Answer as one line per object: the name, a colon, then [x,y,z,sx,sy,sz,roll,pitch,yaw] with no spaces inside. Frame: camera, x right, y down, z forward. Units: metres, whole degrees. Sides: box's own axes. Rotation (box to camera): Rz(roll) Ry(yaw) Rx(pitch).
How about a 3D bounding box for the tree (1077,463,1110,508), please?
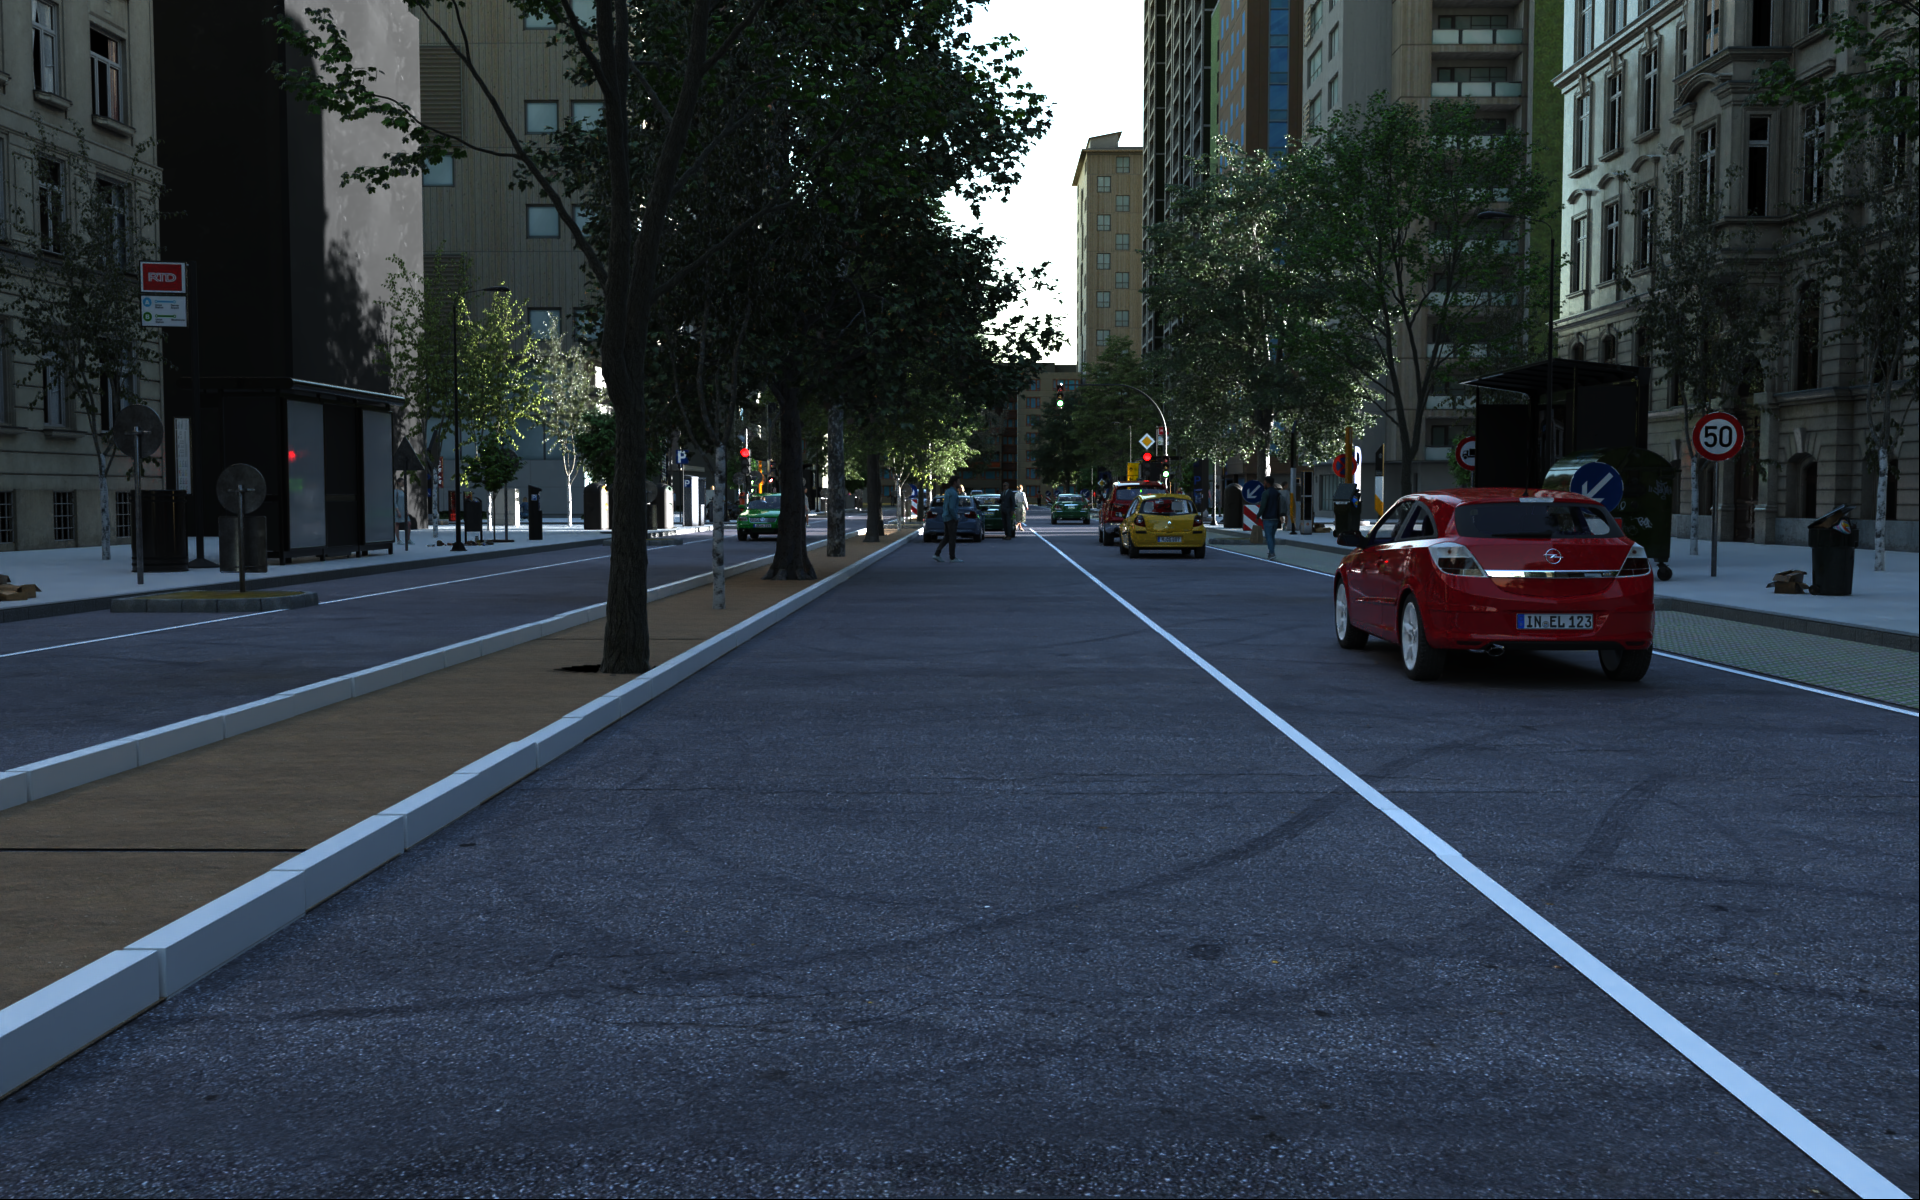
tree: [12.549,-10.874,161.508,4.285,4.588,4.351,0,3,0]

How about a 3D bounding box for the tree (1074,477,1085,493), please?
tree: [12.415,-11.094,175.991,1.663,3.219,1.824,0,3,0]

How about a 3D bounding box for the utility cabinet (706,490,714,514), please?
utility cabinet: [-12.749,-4.912,88.982,1.173,1.500,0.318,0,4,-5]

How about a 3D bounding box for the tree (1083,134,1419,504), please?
tree: [10.998,-9.488,61.787,9.857,13.997,8.962,0,3,0]

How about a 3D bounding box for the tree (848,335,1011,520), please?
tree: [-1.710,-12.347,114.697,12.009,13.543,11.850,0,3,0]

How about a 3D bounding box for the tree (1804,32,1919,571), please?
tree: [15.558,-4.784,28.585,4.360,8.622,3.978,0,3,0]

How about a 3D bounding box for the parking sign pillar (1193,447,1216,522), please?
parking sign pillar: [11.256,-5.653,80.901,1.447,3.967,1.447,1,4,22]

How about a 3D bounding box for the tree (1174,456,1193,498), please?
tree: [11.019,-5.441,83.561,1.663,3.219,1.824,0,3,0]

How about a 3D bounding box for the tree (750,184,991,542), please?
tree: [-2.711,-8.014,51.607,7.486,12.596,7.792,0,3,0]

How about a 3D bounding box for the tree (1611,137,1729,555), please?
tree: [15.415,-5.232,35.903,4.360,8.622,3.978,0,3,0]

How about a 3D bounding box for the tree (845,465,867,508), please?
tree: [-9.826,-10.919,162.244,4.285,4.588,4.351,0,3,0]

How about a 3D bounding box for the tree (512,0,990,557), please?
tree: [-4.027,-11.096,39.761,12.611,20.169,13.585,0,3,0]

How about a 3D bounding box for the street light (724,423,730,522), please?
street light: [-10.224,-6.549,79.612,1.470,5.913,1.316,0,4,1]

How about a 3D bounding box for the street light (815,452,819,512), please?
street light: [-9.547,-9.160,122.312,1.470,5.913,1.316,0,4,1]

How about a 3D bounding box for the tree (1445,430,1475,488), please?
tree: [24.457,-5.980,81.490,4.285,4.588,4.351,0,3,0]

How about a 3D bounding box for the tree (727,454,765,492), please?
tree: [-16.079,-8.806,127.695,4.285,4.588,4.351,0,3,0]

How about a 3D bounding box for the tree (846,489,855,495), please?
tree: [-10.469,-10.777,170.805,1.663,3.219,1.824,0,3,0]

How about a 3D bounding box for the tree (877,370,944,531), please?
tree: [-2.325,-6.973,66.829,4.737,8.622,4.395,0,3,0]

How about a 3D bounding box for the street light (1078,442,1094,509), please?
street light: [11.148,-11.074,153.602,1.470,5.913,1.316,0,4,1]

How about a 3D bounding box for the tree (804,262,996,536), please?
tree: [-2.700,-7.488,59.297,8.767,10.594,7.601,0,4,1]

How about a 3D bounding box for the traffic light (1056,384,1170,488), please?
traffic light: [6.331,-5.914,71.364,4.771,5.953,1.251,0,4,1]

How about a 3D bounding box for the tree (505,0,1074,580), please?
tree: [-2.823,-6.686,28.780,9.611,12.733,9.660,0,3,0]

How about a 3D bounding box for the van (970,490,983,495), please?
van: [1.828,-11.019,187.177,2.013,2.044,4.112,0,4,0]

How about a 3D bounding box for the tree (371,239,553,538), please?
tree: [-15.395,-6.159,51.065,4.737,8.622,4.395,0,3,0]

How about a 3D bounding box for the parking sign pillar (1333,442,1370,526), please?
parking sign pillar: [16.014,-5.032,70.739,1.447,3.967,1.447,2,4,27]

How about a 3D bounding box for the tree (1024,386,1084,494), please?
tree: [12.397,-18.020,201.278,9.857,13.997,8.962,0,3,0]

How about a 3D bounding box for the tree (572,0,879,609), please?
tree: [-3.000,-4.197,21.438,4.360,8.622,3.978,0,3,0]

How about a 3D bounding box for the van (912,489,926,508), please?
van: [-3.411,-8.708,149.389,2.013,2.044,4.112,0,4,2]

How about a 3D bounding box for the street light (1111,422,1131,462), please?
street light: [10.427,-8.505,111.596,1.470,5.913,1.316,0,4,1]

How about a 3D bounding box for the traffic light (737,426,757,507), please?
traffic light: [-8.836,-5.064,71.714,0.839,4.253,0.868,0,4,1]

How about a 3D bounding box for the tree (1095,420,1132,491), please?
tree: [12.579,-11.652,140.880,4.360,8.622,3.978,0,3,0]

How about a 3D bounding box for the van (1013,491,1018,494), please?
van: [7.204,-13.326,224.892,2.013,2.044,4.112,0,4,-1]

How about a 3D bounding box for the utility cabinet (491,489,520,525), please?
utility cabinet: [-18.387,-3.752,70.028,1.173,1.500,0.318,1,4,19]

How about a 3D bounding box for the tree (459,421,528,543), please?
tree: [-12.593,-3.160,46.266,1.663,3.219,1.824,0,3,0]

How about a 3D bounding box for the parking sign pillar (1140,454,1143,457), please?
parking sign pillar: [11.879,-7.816,116.262,1.447,3.967,1.447,2,4,30]

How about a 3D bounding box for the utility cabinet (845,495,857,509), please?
utility cabinet: [-9.517,-8.538,150.752,1.020,1.237,0.306,1,4,13]

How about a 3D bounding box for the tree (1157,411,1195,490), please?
tree: [18.032,-11.703,141.700,4.737,8.622,4.395,0,3,0]

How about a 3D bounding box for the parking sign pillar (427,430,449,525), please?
parking sign pillar: [-22.070,-5.116,72.125,1.447,3.967,1.447,0,4,-4]

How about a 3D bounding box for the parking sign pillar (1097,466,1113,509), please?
parking sign pillar: [12.348,-9.700,147.059,1.447,3.967,1.447,-1,4,-11]

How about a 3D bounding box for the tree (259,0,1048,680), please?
tree: [-2.568,-5.211,13.415,9.928,11.665,9.643,0,3,0]

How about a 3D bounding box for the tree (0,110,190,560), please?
tree: [-16.745,-5.078,33.384,4.360,8.622,3.978,0,3,0]

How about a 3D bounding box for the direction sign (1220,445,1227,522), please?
direction sign: [12.061,-5.323,79.029,0.379,3.537,0.876,1,4,22]

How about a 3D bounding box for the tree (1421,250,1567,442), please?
tree: [15.910,-6.156,51.006,4.360,8.622,3.978,0,3,0]

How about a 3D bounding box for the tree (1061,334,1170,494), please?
tree: [11.444,-12.573,123.699,7.486,12.596,7.792,0,3,0]

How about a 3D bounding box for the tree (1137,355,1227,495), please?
tree: [11.643,-8.490,89.177,4.360,8.622,3.978,0,3,0]

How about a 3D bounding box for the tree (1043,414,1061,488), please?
tree: [14.435,-19.132,230.927,7.486,12.596,7.792,0,3,0]

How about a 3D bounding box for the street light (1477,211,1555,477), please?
street light: [9.199,-3.430,28.627,1.470,5.913,1.316,0,4,1]

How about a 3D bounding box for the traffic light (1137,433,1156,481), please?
traffic light: [8.543,-5.537,79.458,0.839,4.253,0.868,0,4,1]

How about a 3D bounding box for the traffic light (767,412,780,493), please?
traffic light: [-6.624,-6.424,79.703,4.771,5.953,1.251,0,4,1]

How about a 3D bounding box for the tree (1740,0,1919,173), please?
tree: [10.202,-5.423,14.428,9.928,11.665,9.643,0,3,0]

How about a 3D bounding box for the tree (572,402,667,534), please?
tree: [-11.090,-4.469,56.789,4.285,4.588,4.351,0,3,0]
